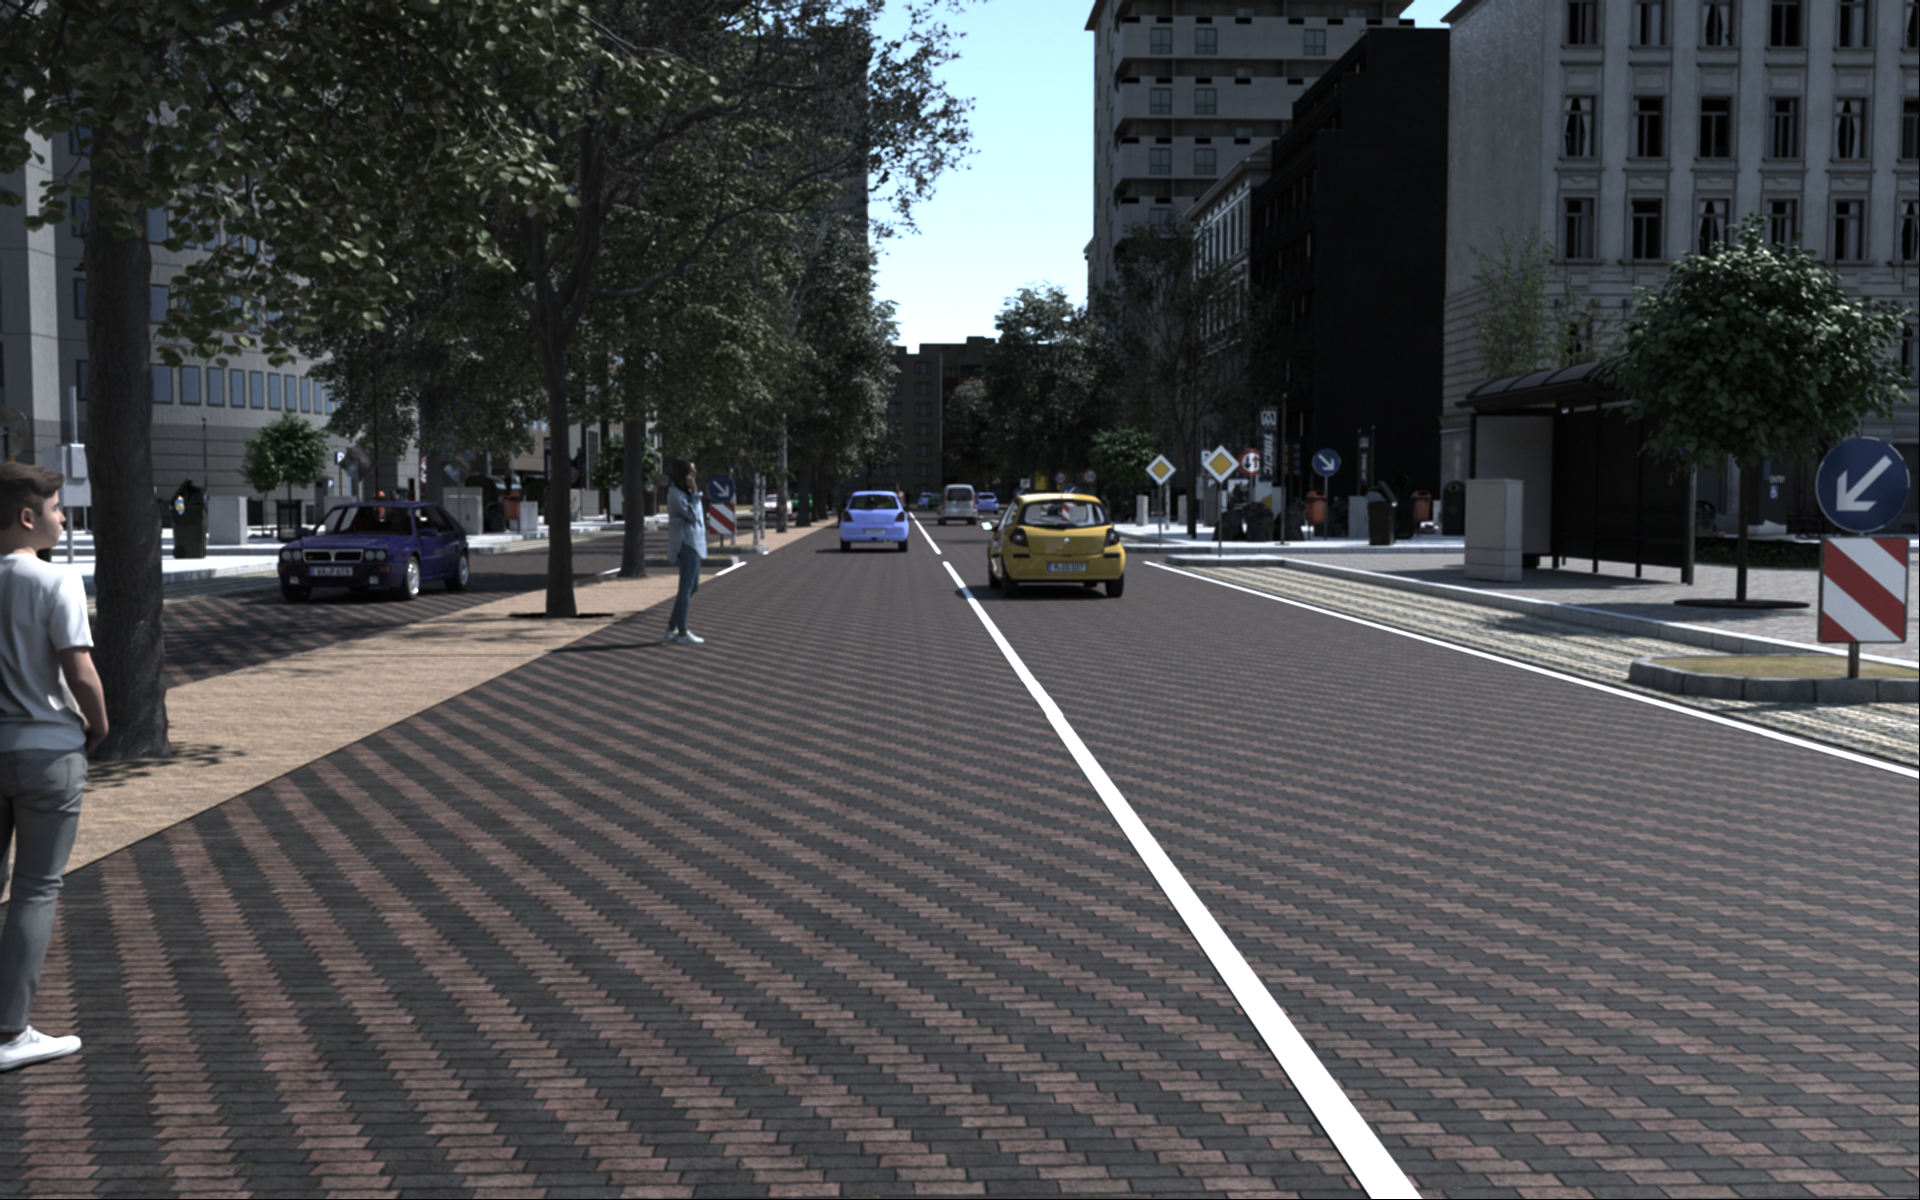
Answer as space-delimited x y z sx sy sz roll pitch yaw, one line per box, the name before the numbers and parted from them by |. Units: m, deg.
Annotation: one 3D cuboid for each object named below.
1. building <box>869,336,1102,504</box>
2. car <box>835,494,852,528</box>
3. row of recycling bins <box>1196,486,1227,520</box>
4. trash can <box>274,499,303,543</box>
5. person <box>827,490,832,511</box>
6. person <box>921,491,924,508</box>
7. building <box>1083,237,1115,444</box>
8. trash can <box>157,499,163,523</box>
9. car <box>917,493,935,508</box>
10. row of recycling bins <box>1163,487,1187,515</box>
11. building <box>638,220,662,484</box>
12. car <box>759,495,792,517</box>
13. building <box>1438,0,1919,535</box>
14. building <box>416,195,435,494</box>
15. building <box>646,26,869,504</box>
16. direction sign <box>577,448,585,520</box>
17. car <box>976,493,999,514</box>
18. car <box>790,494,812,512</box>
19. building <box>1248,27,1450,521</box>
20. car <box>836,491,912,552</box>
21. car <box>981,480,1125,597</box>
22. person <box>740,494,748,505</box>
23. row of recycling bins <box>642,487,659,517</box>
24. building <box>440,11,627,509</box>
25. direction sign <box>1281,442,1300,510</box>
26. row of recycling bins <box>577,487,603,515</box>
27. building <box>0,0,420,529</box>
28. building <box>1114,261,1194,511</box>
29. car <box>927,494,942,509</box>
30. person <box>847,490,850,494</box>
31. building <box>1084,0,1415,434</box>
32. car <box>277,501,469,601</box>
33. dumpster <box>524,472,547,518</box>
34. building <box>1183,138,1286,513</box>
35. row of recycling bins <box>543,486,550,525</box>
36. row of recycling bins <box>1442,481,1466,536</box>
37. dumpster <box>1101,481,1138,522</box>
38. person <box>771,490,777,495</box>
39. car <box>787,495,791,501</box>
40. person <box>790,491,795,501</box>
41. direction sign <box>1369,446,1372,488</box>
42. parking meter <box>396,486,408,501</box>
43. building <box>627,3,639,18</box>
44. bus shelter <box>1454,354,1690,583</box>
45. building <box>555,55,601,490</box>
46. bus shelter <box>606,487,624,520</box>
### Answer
building | 2.729 -23.360 226.972 28.899 21.520 27.650 0 4 -2
car | -4.427 -4.010 75.350 2.009 1.686 4.222 0 4 -3
row of recycling bins | 13.131 -4.923 87.602 1.069 1.692 3.534 3 4 38
trash can | -17.636 -2.072 45.536 0.748 1.137 0.748 0 3 0
person | -11.042 -8.407 146.089 0.705 1.807 1.348 1 4 19
person | -3.896 -10.481 180.411 0.434 1.755 0.990 1 4 11
building | 29.401 -32.862 229.179 23.993 40.220 32.217 0 4 -2
trash can | -25.250 -2.594 54.073 0.748 1.137 0.748 0 3 0
car | -3.458 -10.281 177.683 1.945 1.707 3.694 0 4 -3
row of recycling bins | 13.102 -6.015 105.464 1.069 1.692 3.534 1 4 21
building | -37.753 -24.672 175.082 14.107 30.474 14.160 0 4 -2
car | -11.711 -5.995 110.374 2.083 1.381 4.827 0 4 -2
building | 26.752 -12.835 59.008 18.267 20.994 9.793 0 4 -2
building | -32.721 -27.755 103.904 14.600 45.320 14.200 0 4 -2
building | -25.696 -41.575 221.750 28.212 58.520 21.231 0 4 -2
direction sign | -18.511 -5.660 84.543 0.379 3.537 0.876 -2 4 -30
car | 1.834 -6.958 123.346 1.945 1.707 3.694 0 4 -1
car | -12.529 -7.882 137.662 1.959 1.807 4.718 0 4 -2
building | 22.910 -15.972 90.816 12.332 23.373 15.834 0 4 -2
car | -2.180 -2.103 43.970 1.945 1.707 3.694 0 4 -3
car | 1.350 -0.935 25.513 2.015 1.641 3.980 0 4 -3
person | -24.445 -11.264 195.893 0.991 1.433 0.599 -3 4 -38
row of recycling bins | -20.306 -6.477 113.015 1.069 1.692 3.534 0 4 -3
building | -37.253 -30.839 154.321 14.600 45.320 14.200 0 4 -2
direction sign | 14.277 -5.069 74.881 0.876 3.537 0.379 -1 4 -13
row of recycling bins | -23.519 -6.026 105.633 3.534 1.692 1.069 0 4 -1
building | -38.090 -32.547 74.135 21.231 58.520 28.212 0 4 -2
building | 28.234 -18.175 142.208 27.650 21.520 28.899 0 4 -2
car | -2.184 -9.693 167.278 1.959 1.807 4.718 0 4 -3
person | -11.866 -10.796 184.953 0.705 1.831 1.348 0 4 5
building | 27.814 -35.484 169.402 28.713 52.752 27.495 0 4 -2
car | -8.214 -0.727 24.470 1.945 1.354 3.894 0 4 -1
dumpster | -18.376 -4.530 76.551 1.502 2.255 1.985 0 4 -2
building | 20.967 -17.109 108.609 11.050 23.489 19.941 0 4 -2
row of recycling bins | -16.836 -3.990 72.345 1.069 1.692 3.534 -1 4 -16
row of recycling bins | 16.120 -2.780 52.560 1.069 1.692 3.534 -2 4 -33
dumpster | 7.513 -4.829 81.449 1.502 2.255 1.985 0 4 -2
person | -13.194 -6.989 123.494 1.217 1.743 0.721 2 4 29
car | -16.529 -9.147 161.918 2.083 1.381 4.827 0 4 -3
person | -14.945 -8.860 153.880 0.721 1.766 1.217 -2 4 -23
direction sign | 19.166 -5.443 80.983 0.379 3.537 0.876 2 4 25
parking meter | -18.260 -2.952 56.684 0.372 1.533 0.369 0 3 0
building | -50.082 -47.826 220.211 20.611 71.187 20.563 0 4 -2
bus shelter | 9.651 -2.041 27.288 2.014 3.302 5.546 0 4 -2
building | -39.336 -50.005 130.253 22.319 86.520 31.000 0 4 -2
bus shelter | -16.938 -5.795 88.672 2.014 3.302 5.546 0 4 -2
